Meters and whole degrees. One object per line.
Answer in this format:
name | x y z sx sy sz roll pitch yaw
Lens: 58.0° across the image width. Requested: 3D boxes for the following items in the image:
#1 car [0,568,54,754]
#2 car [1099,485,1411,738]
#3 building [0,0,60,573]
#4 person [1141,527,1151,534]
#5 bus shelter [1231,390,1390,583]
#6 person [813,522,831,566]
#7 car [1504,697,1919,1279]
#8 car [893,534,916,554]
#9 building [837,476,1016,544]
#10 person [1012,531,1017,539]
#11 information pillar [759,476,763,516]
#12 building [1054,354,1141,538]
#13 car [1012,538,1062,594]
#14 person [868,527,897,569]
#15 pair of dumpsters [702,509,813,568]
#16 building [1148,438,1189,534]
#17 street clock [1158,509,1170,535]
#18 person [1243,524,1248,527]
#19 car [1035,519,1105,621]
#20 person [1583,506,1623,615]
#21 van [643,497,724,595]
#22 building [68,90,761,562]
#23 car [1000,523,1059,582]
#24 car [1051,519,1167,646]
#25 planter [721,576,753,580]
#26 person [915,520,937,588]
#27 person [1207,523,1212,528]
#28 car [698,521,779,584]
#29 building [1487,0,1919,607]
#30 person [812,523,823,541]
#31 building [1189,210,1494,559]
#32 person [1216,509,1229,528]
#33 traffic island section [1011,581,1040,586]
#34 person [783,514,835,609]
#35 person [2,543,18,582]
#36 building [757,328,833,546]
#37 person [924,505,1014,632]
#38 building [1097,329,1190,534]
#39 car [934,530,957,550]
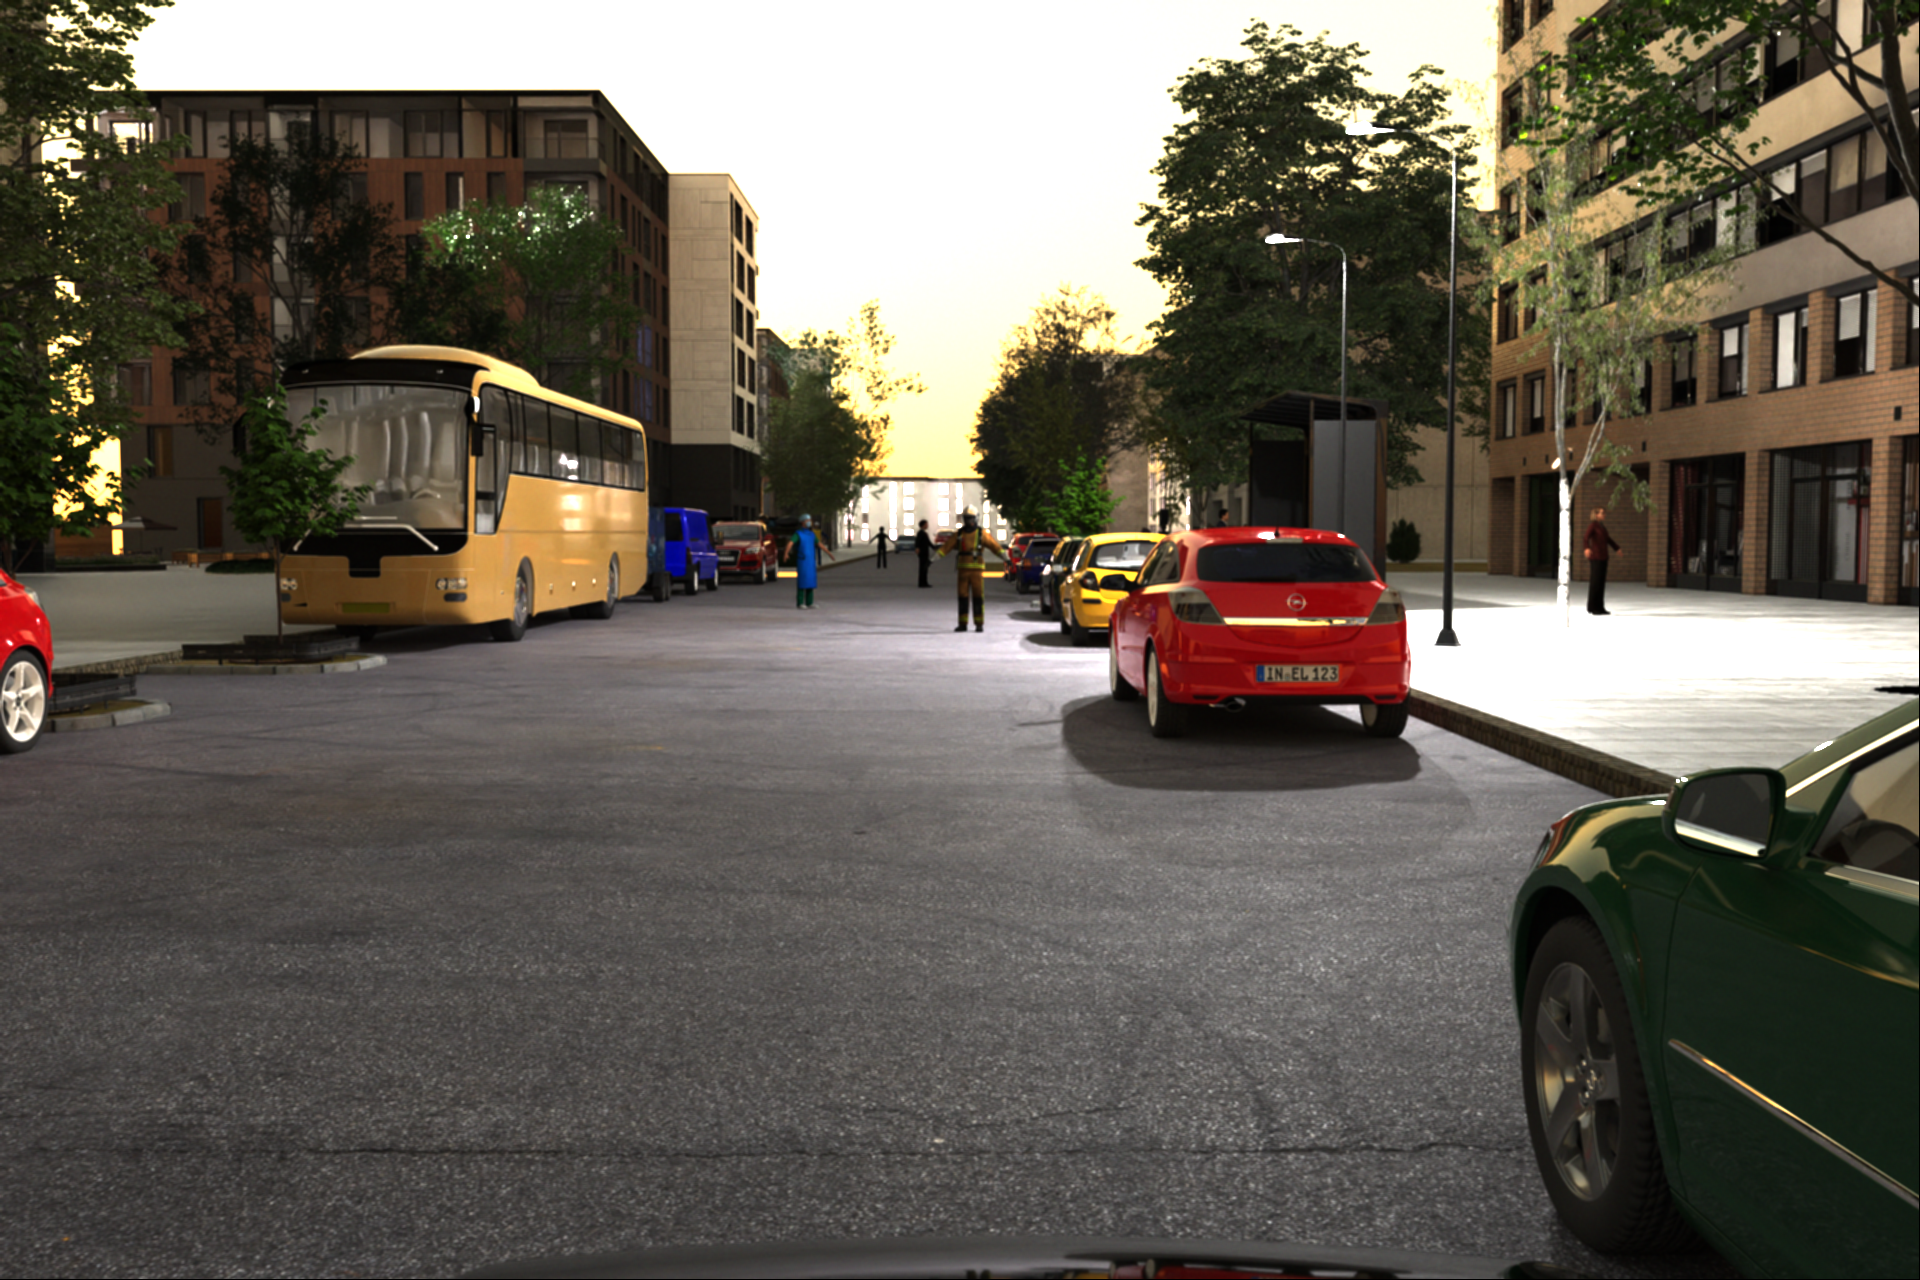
car | -7.005 -0.051 9.876 2.155 1.783 4.494 0 4 0
car | 2.218 -0.283 13.675 2.155 1.783 4.494 0 4 -1
building | -33.007 -15.884 39.287 16.754 29.471 25.880 0 4 -1
person | 4.035 -1.868 39.770 0.799 1.438 0.628 -3 5 -43
bus shelter | 6.238 -2.456 31.440 1.731 3.624 6.357 0 3 0
person | -5.813 -3.890 70.072 1.216 1.772 0.721 -1 4 -18
car | 2.165 0.594 2.093 2.131 1.459 4.920 0 4 -1
car | -3.905 -7.105 128.169 2.014 1.417 4.499 0 4 0
building | -5.120 -18.836 252.578 28.070 9.664 9.099 0 4 -6
person | 2.938 -5.329 96.399 0.599 1.433 0.991 0 4 7
information pillar | -8.060 -4.826 70.264 0.183 3.616 0.504 0 4 1
building | 24.130 -22.558 212.800 27.936 21.610 32.646 0 4 0
car | 2.262 -1.830 42.505 1.945 1.354 3.894 0 4 0
person | -3.244 -3.845 72.048 1.216 1.740 0.721 0 4 3
pair of dumpsters | -7.090 -3.195 57.191 4.436 2.255 1.574 0 4 0
building | 20.894 -11.917 136.989 9.099 9.664 28.070 0 4 0
street clock | 5.897 -2.789 50.163 0.358 2.002 0.471 0 4 0
person | 13.382 -4.536 80.881 1.216 1.740 0.721 -1 4 -19
car | 2.326 -1.228 29.857 2.009 1.686 4.222 0 4 -1
person | 10.205 -1.266 27.499 1.215 1.729 0.721 -3 5 -45
van | -7.098 -2.313 42.200 2.240 2.365 5.245 0 4 0
building | -26.993 -15.436 96.353 27.936 21.610 32.646 0 4 0
car | 2.294 -2.675 52.774 2.155 1.783 4.494 0 4 -1
car | 2.279 -0.818 23.590 2.015 1.641 3.980 0 4 0
planter | -7.294 -2.071 55.005 1.991 0.319 1.994 0 4 1
person | -0.951 -2.314 46.472 0.705 1.806 1.347 1 4 22
person | 12.128 -4.766 84.050 0.705 1.813 1.348 0 4 0
car | -6.554 -2.585 50.932 2.281 1.827 5.304 0 4 0
building | 26.272 -13.679 30.229 21.656 26.213 47.522 0 4 0
person | -7.445 -4.956 87.177 1.345 1.843 0.704 3 4 37
building | 24.164 -14.491 103.388 16.747 18.905 31.486 0 3 0
person | 5.683 -1.907 37.228 0.704 1.823 1.345 0 4 4
traffic island section | 2.424 -1.579 48.678 1.991 0.108 1.994 0 4 0
person | -2.942 -1.508 33.248 0.704 1.817 1.347 3 5 40
person | -20.453 -1.854 37.137 0.721 1.735 1.217 -2 4 -28
building | -29.131 -21.057 188.255 27.936 21.610 32.646 0 4 1
person | 0.149 -1.050 25.393 1.354 1.858 0.705 1 4 15
building | 24.066 -21.395 180.738 19.493 23.208 18.063 0 4 0
car | -1.244 -9.055 156.723 2.281 1.827 5.304 0 4 0
